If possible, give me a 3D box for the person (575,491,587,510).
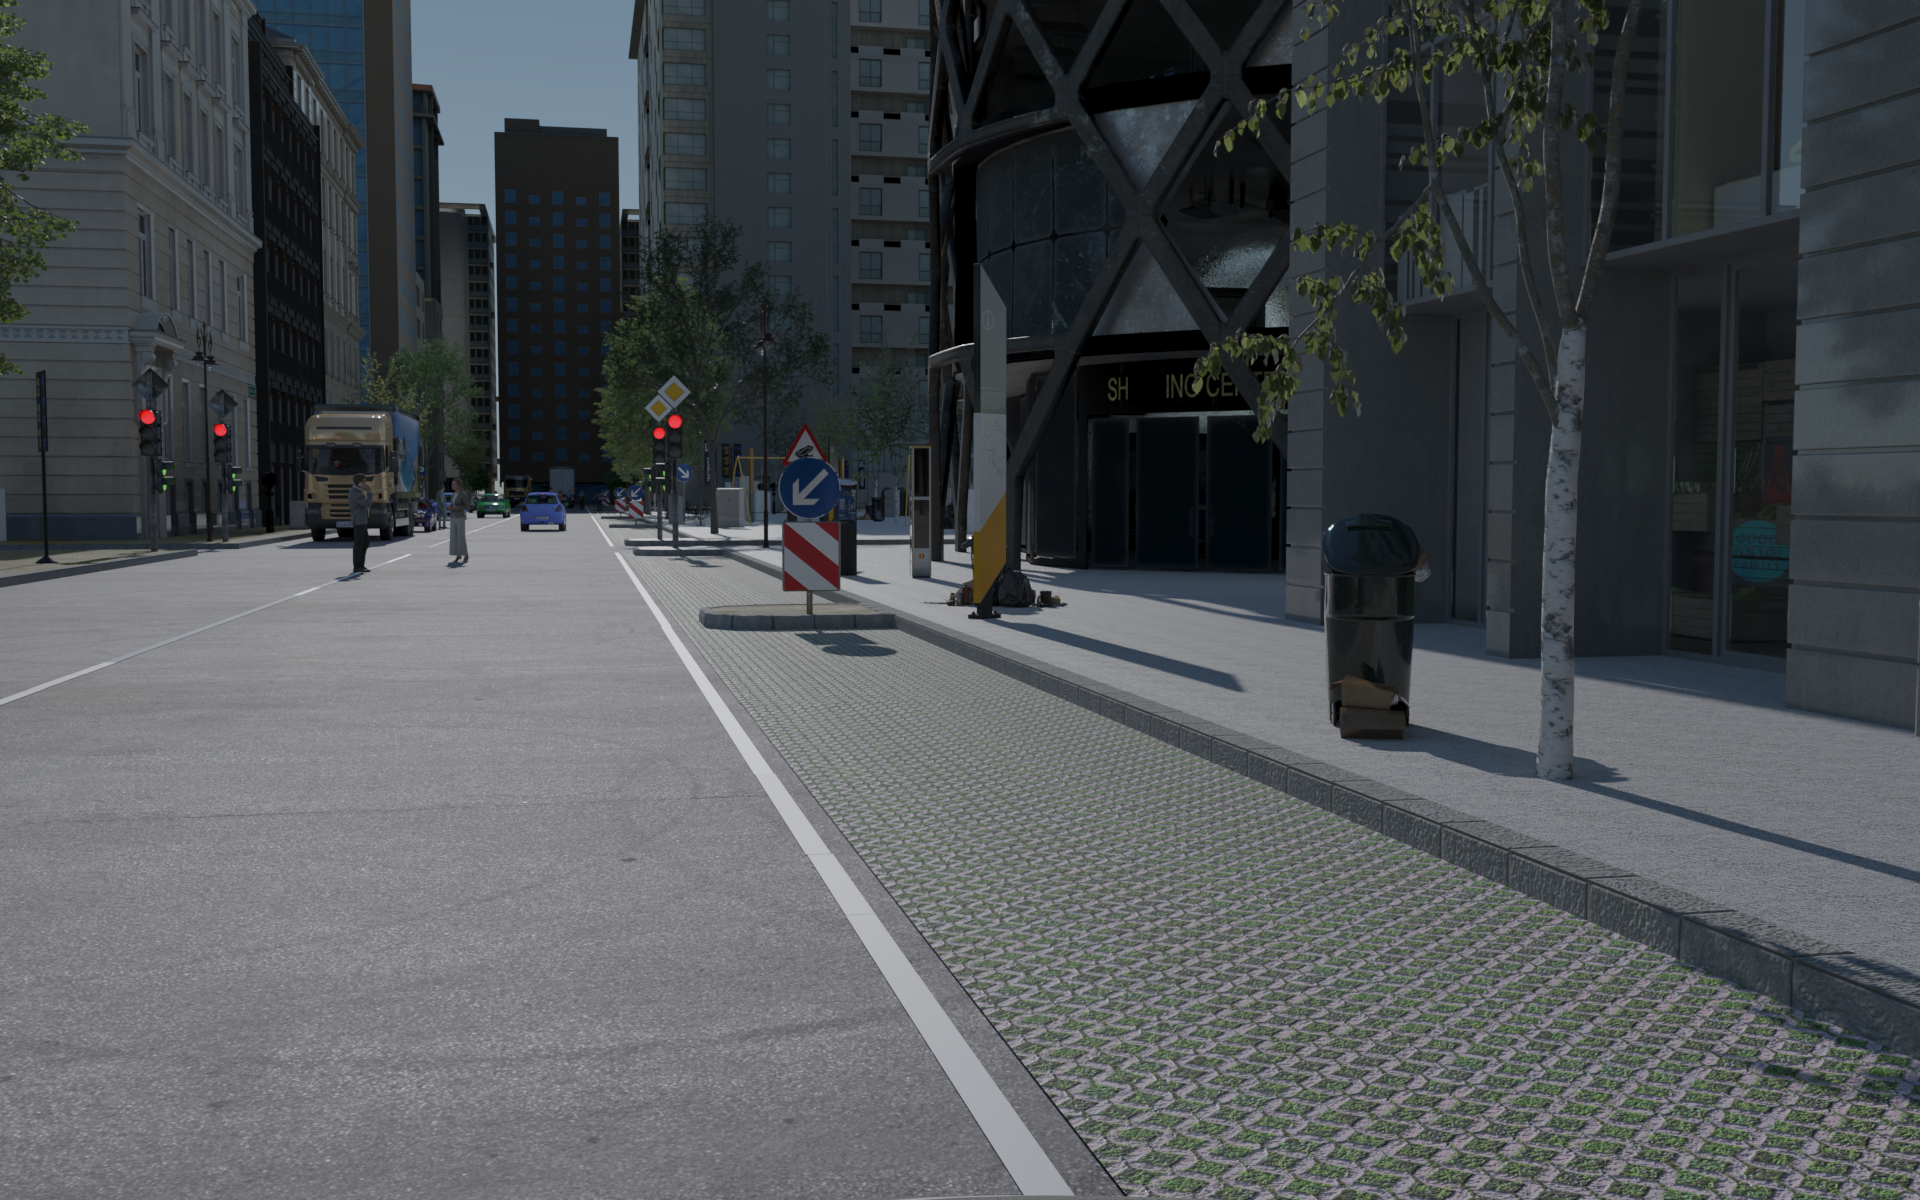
[{"bbox_3d":[-33.661,-8.853,153.969,1.217,1.736,0.721,2,4,25],"label":"person"}]

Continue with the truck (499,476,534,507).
[{"bbox_3d":[-46.758,-11.471,183.466,3.469,3.379,9.791,-1,4,-11],"label":"truck"}]

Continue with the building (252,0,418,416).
[{"bbox_3d":[-46.947,-28.994,124.158,14.600,45.320,14.200,-1,4,-12],"label":"building"}]

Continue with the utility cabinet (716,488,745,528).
[{"bbox_3d":[-8.643,-3.452,65.113,1.173,1.500,0.318,3,4,36],"label":"utility cabinet"}]

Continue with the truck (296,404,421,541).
[{"bbox_3d":[-19.335,-4.121,56.293,2.839,4.237,11.283,-1,4,-12],"label":"truck"}]

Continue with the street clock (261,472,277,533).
[{"bbox_3d":[-22.896,-3.233,57.434,0.358,2.002,0.471,2,4,25],"label":"street clock"}]

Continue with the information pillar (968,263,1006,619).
[{"bbox_3d":[0.302,-1.622,17.870,0.183,3.616,0.504,3,4,36],"label":"information pillar"}]

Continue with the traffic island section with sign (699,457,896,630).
[{"bbox_3d":[-1.858,-0.641,19.115,1.989,1.847,2.006,-1,4,-12],"label":"traffic island section with sign"}]

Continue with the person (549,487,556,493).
[{"bbox_3d":[-26.390,-6.374,112.082,0.474,1.900,0.648,3,4,38],"label":"person"}]

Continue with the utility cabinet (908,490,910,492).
[{"bbox_3d":[-2.927,-5.887,104.936,0.318,1.500,1.173,2,4,28],"label":"utility cabinet"}]

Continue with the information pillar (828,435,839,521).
[{"bbox_3d":[-5.076,-4.772,69.370,0.183,3.616,0.504,3,5,44],"label":"information pillar"}]

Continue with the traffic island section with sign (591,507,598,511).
[{"bbox_3d":[-30.422,-8.543,148.306,1.989,1.847,2.006,-1,4,-12],"label":"traffic island section with sign"}]

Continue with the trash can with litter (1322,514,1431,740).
[{"bbox_3d":[2.298,0.120,9.433,0.624,1.170,1.055,1,4,8],"label":"trash can with litter"}]

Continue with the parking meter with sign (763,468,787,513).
[{"bbox_3d":[-12.252,-7.289,115.431,1.738,3.016,0.543,-1,4,-13],"label":"parking meter with sign"}]

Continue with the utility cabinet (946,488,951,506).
[{"bbox_3d":[-0.947,-3.602,67.578,1.173,1.500,0.318,0,4,4],"label":"utility cabinet"}]

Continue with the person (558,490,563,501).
[{"bbox_3d":[-29.139,-7.126,125.734,0.721,1.743,1.217,1,4,11],"label":"person"}]

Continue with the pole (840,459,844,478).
[{"bbox_3d":[-6.772,-6.458,99.439,0.158,3.312,0.155,0,3,0],"label":"pole"}]

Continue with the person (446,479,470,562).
[{"bbox_3d":[-10.602,-1.678,36.477,0.519,1.759,0.362,2,4,32],"label":"person"}]

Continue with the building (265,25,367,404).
[{"bbox_3d":[-39.545,-18.062,92.572,12.463,27.353,25.104,-1,4,-12],"label":"building"}]

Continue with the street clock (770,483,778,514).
[{"bbox_3d":[-11.771,-6.429,109.679,0.471,2.002,0.358,0,4,7],"label":"street clock"}]

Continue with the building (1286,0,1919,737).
[{"bbox_3d":[11.759,-13.831,3.625,11.434,29.767,29.804,-1,4,-12],"label":"building"}]

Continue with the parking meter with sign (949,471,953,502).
[{"bbox_3d":[-0.178,-6.119,96.303,0.543,3.016,1.738,1,4,12],"label":"parking meter with sign"}]

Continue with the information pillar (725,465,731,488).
[{"bbox_3d":[-16.315,-7.989,121.970,0.504,3.616,0.183,-2,4,-24],"label":"information pillar"}]

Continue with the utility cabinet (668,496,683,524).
[{"bbox_3d":[-12.397,-3.935,75.501,0.306,1.237,1.020,-2,4,-31],"label":"utility cabinet"}]

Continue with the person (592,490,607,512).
[{"bbox_3d":[-28.500,-7.807,136.861,1.217,1.736,0.721,0,4,7],"label":"person"}]

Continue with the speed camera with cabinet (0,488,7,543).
[{"bbox_3d":[-25.533,-3.108,45.145,0.660,3.252,2.038,-1,4,-13],"label":"speed camera with cabinet"}]

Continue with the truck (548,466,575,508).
[{"bbox_3d":[-41.738,-11.787,181.628,2.839,4.237,11.283,-1,4,-13],"label":"truck"}]

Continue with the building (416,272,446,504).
[{"bbox_3d":[-58.472,-18.317,144.519,27.650,21.520,28.899,-1,4,-12],"label":"building"}]

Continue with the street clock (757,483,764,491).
[{"bbox_3d":[-13.054,-6.678,113.759,0.471,2.002,0.358,1,4,16],"label":"street clock"}]

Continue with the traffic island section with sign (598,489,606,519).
[{"bbox_3d":[-19.675,-5.569,99.681,1.989,1.847,2.006,-1,4,-12],"label":"traffic island section with sign"}]

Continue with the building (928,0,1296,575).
[{"bbox_3d":[7.561,-10.147,33.360,16.820,18.784,16.811,-1,4,-12],"label":"building"}]

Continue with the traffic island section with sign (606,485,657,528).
[{"bbox_3d":[-13.861,-3.959,73.358,1.989,1.847,2.006,-1,4,-12],"label":"traffic island section with sign"}]

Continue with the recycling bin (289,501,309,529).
[{"bbox_3d":[-24.164,-3.124,63.638,0.722,1.027,0.722,0,4,-3],"label":"recycling bin"}]

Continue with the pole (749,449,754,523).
[{"bbox_3d":[-9.356,-5.126,77.650,0.158,3.312,0.155,0,3,0],"label":"pole"}]

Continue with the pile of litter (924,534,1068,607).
[{"bbox_3d":[0.411,-0.376,20.109,1.719,0.858,1.176,3,5,43],"label":"pile of litter"}]

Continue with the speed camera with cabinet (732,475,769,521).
[{"bbox_3d":[-10.125,-5.420,82.958,0.660,3.252,2.038,-3,5,-39],"label":"speed camera with cabinet"}]

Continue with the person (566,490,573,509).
[{"bbox_3d":[-38.152,-9.853,169.471,0.709,1.838,0.599,1,4,15],"label":"person"}]

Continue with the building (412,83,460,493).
[{"bbox_3d":[-66.449,-31.988,177.632,28.867,44.769,22.147,-1,4,-12],"label":"building"}]

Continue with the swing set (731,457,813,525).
[{"bbox_3d":[-8.242,-4.650,73.654,3.119,2.851,2.862,-2,4,-29],"label":"swing set"}]

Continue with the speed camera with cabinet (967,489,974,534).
[{"bbox_3d":[0.740,-3.823,56.836,0.660,3.252,2.038,1,4,14],"label":"speed camera with cabinet"}]

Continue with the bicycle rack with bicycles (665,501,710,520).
[{"bbox_3d":[-13.509,-4.474,86.526,2.925,0.926,2.852,1,4,21],"label":"bicycle rack with bicycles"}]

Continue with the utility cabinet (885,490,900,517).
[{"bbox_3d":[-3.728,-5.276,94.948,0.318,1.500,1.173,-2,4,-31],"label":"utility cabinet"}]

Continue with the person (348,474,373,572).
[{"bbox_3d":[-10.970,-1.410,31.736,0.473,1.802,0.592,-1,4,-12],"label":"person"}]

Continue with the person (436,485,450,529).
[{"bbox_3d":[-21.457,-3.860,71.707,0.635,1.810,0.391,3,5,44],"label":"person"}]

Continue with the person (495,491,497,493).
[{"bbox_3d":[-42.225,-9.060,157.341,0.721,1.736,1.217,-2,4,-35],"label":"person"}]

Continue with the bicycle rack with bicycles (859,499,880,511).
[{"bbox_3d":[-6.109,-6.839,125.195,2.852,0.926,2.925,-1,4,-20],"label":"bicycle rack with bicycles"}]

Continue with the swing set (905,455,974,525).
[{"bbox_3d":[-0.544,-4.425,69.971,3.119,2.851,2.862,0,4,-7],"label":"swing set"}]

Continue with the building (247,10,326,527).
[{"bbox_3d":[-34.425,-14.876,72.898,12.332,23.373,15.834,-1,4,-12],"label":"building"}]

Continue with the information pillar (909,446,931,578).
[{"bbox_3d":[-0.604,-1.344,26.460,0.304,2.012,0.304,-1,4,-8],"label":"information pillar"}]

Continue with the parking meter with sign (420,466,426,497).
[{"bbox_3d":[-33.610,-6.824,107.838,0.543,3.016,1.738,-1,4,-13],"label":"parking meter with sign"}]

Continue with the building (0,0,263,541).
[{"bbox_3d":[-30.908,-16.467,55.136,13.634,28.700,20.117,-1,4,-12],"label":"building"}]

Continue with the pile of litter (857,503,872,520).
[{"bbox_3d":[-4.679,-4.414,86.126,1.176,0.858,1.719,-1,4,-15],"label":"pile of litter"}]
